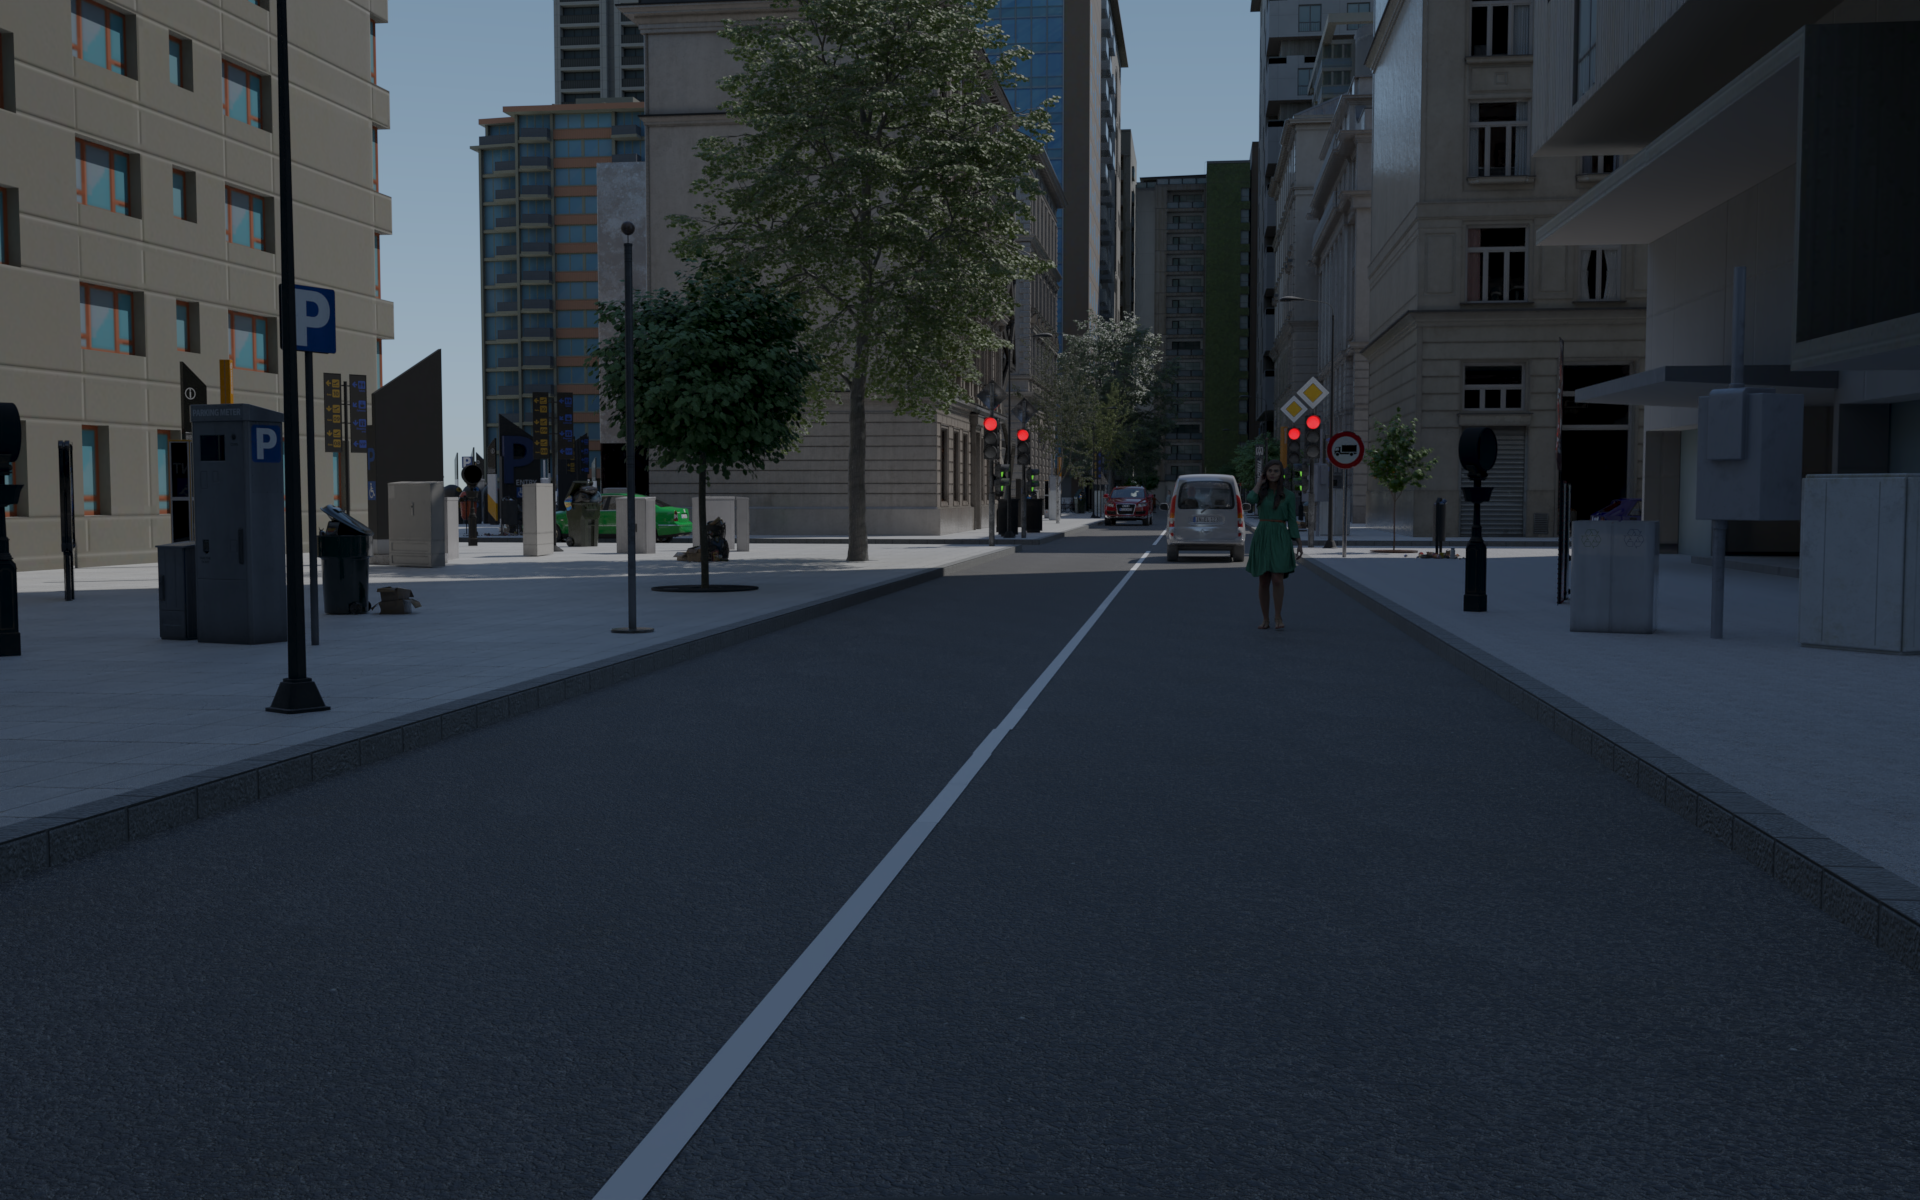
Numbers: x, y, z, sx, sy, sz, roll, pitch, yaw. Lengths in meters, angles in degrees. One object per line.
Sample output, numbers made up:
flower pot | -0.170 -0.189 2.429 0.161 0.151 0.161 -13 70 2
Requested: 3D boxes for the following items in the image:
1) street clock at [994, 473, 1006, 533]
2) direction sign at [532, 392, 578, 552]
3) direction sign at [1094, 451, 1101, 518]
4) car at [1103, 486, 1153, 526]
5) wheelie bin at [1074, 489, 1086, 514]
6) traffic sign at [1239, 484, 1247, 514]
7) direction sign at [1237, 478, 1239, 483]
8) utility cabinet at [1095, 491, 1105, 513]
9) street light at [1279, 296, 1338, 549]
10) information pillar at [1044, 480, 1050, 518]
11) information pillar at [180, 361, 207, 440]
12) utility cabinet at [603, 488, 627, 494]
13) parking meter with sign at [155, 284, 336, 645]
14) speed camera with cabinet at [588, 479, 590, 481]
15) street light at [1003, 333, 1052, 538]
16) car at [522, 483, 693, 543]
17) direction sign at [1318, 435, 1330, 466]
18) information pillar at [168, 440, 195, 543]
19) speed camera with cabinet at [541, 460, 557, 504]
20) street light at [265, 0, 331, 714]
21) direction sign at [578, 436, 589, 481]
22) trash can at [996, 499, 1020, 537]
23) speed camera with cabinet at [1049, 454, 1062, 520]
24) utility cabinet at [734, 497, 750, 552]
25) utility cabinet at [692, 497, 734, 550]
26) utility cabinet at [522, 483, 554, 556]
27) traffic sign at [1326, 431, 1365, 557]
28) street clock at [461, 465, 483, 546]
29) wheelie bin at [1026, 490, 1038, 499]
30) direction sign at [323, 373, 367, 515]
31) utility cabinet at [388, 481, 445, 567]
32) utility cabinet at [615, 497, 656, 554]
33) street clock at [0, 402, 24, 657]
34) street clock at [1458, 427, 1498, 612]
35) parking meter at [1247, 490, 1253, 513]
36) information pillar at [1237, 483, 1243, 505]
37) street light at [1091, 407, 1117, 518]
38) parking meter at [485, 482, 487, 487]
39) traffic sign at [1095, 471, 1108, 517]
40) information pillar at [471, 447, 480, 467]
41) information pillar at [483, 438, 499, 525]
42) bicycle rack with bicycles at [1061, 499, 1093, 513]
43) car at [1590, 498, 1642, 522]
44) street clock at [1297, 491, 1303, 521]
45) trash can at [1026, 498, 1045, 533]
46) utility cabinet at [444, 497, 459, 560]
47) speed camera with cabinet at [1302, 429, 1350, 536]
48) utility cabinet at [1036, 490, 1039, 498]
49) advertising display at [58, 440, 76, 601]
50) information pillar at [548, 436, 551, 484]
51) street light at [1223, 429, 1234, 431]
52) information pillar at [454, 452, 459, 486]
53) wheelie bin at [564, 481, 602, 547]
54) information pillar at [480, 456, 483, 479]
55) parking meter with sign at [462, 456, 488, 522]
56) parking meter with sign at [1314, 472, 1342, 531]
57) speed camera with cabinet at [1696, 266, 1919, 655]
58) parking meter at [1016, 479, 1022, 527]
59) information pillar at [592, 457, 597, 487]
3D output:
street clock | 1.308 -3.257 57.815 0.471 2.002 0.358 -1 4 -8
direction sign | -9.035 -2.846 38.527 0.876 3.537 0.379 -1 4 -15
direction sign | 7.249 -6.077 91.353 0.379 3.537 0.876 -1 4 -20
car | 7.818 -4.363 80.012 2.281 1.827 5.304 1 4 9
wheelie bin | 7.891 -6.472 113.733 0.693 1.594 0.980 -1 4 -18
traffic sign | 18.144 -6.716 109.816 0.884 2.594 0.081 1 4 14
direction sign | 19.064 -7.753 118.757 0.379 3.537 0.876 1 4 12
utility cabinet | 9.442 -6.581 116.283 0.318 1.500 1.173 -1 4 -22
street light | 8.206 -4.175 40.806 1.470 5.913 1.316 0 4 8
information pillar | 4.645 -5.319 91.459 0.304 2.012 0.304 2 4 30
information pillar | -13.610 -2.413 30.808 0.183 3.616 0.504 2 4 31
utility cabinet | -12.229 -3.264 62.047 1.173 1.500 0.318 2 4 27
parking meter with sign | -6.224 -1.144 14.959 1.738 3.016 0.543 2 4 25
speed camera with cabinet | -23.012 -6.643 102.941 2.038 3.252 0.660 2 4 25
street light | 1.969 -4.749 50.192 1.470 5.913 1.316 0 4 8
car | -9.886 -2.427 48.480 4.718 1.807 1.959 0 4 7
direction sign | 13.879 -4.530 66.068 0.379 3.537 0.876 3 5 42
information pillar | -10.529 -1.167 23.576 0.304 2.012 0.304 0 4 4
speed camera with cabinet | -23.659 -6.527 101.044 2.038 3.252 0.660 -3 4 -36
street light | -3.387 -2.291 10.003 1.470 5.913 1.316 0 4 8
direction sign | -14.965 -4.640 67.854 0.876 3.537 0.379 -1 4 -19
trash can | 1.453 -2.476 52.138 0.748 1.137 0.748 0 3 0
speed camera with cabinet | 4.675 -5.544 84.979 0.660 3.252 2.038 0 4 5
utility cabinet | -4.888 -1.704 39.029 0.306 1.237 1.020 0 4 -7
utility cabinet | -5.654 -1.746 39.714 0.306 1.237 1.020 3 5 44
utility cabinet | -8.778 -1.671 35.994 0.318 1.500 1.173 0 4 3
traffic sign | 7.794 -2.137 35.052 0.768 2.556 0.104 1 4 13
street clock | -12.038 -2.335 42.742 0.471 2.002 0.358 -2 4 -32
wheelie bin | 3.047 -4.131 75.451 0.693 1.594 0.980 -1 4 -15
direction sign | -11.564 -2.488 32.677 0.379 3.537 0.876 3 5 39
utility cabinet | -9.542 -1.327 30.368 1.173 1.500 0.318 2 4 35
utility cabinet | -7.030 -1.612 37.519 1.020 1.237 0.306 3 5 41
street clock | -7.581 -0.558 13.688 0.358 2.002 0.471 -3 5 -43
street clock | 5.630 -0.874 18.868 0.358 2.002 0.471 3 5 44
parking meter | 19.448 -6.740 115.909 0.399 1.863 0.255 1 4 9
information pillar | 18.865 -6.862 116.691 0.304 2.012 0.304 3 5 41
street light | 7.678 -7.332 92.411 1.470 5.913 1.316 0 4 8
parking meter | -23.861 -4.962 86.841 0.255 1.863 0.399 -1 4 -16
traffic sign | 7.692 -5.797 94.778 0.884 2.594 0.081 1 4 11
information pillar | -24.343 -5.826 86.615 0.183 3.616 0.504 -2 4 -30
information pillar | -19.437 -4.934 72.027 0.504 3.616 0.183 2 4 32
bicycle rack with bicycles | 7.706 -6.424 118.415 2.925 0.926 2.852 -1 4 -11
car | 18.117 -1.926 44.070 3.894 1.354 1.945 1 4 9
street clock | 16.345 -4.798 83.011 0.358 2.002 0.471 3 4 36
trash can | 2.442 -2.807 57.545 0.748 1.137 0.748 0 3 0
utility cabinet | -10.118 -1.401 34.064 0.306 1.237 1.020 0 4 -4
speed camera with cabinet | 11.246 -3.597 53.151 0.660 3.252 2.038 3 5 41
utility cabinet | 3.579 -4.941 89.466 0.318 1.500 1.173 3 5 40
advertising display | -10.880 -0.973 21.120 0.123 1.923 0.974 -2 4 -25
information pillar | -16.435 -4.768 69.307 0.183 3.616 0.504 -1 4 -14
street light | 19.456 -9.250 123.785 1.470 5.913 1.316 0 4 8
information pillar | -28.401 -6.507 97.749 0.183 3.616 0.504 -2 4 -33
wheelie bin | -9.163 -2.102 42.275 0.693 1.594 0.980 2 4 35
information pillar | -26.727 -6.428 96.458 0.504 3.616 0.183 1 4 18
parking meter with sign | -22.517 -5.175 80.871 0.543 3.016 1.738 1 4 17
parking meter with sign | 13.113 -3.975 61.247 1.738 3.016 0.543 -3 4 -37
speed camera with cabinet | 7.267 -1.242 14.643 0.660 3.252 2.038 -2 4 -27
parking meter | 2.346 -3.724 66.594 0.255 1.863 0.399 3 5 42
information pillar | -23.304 -7.281 110.406 0.183 3.616 0.504 -3 5 -40
